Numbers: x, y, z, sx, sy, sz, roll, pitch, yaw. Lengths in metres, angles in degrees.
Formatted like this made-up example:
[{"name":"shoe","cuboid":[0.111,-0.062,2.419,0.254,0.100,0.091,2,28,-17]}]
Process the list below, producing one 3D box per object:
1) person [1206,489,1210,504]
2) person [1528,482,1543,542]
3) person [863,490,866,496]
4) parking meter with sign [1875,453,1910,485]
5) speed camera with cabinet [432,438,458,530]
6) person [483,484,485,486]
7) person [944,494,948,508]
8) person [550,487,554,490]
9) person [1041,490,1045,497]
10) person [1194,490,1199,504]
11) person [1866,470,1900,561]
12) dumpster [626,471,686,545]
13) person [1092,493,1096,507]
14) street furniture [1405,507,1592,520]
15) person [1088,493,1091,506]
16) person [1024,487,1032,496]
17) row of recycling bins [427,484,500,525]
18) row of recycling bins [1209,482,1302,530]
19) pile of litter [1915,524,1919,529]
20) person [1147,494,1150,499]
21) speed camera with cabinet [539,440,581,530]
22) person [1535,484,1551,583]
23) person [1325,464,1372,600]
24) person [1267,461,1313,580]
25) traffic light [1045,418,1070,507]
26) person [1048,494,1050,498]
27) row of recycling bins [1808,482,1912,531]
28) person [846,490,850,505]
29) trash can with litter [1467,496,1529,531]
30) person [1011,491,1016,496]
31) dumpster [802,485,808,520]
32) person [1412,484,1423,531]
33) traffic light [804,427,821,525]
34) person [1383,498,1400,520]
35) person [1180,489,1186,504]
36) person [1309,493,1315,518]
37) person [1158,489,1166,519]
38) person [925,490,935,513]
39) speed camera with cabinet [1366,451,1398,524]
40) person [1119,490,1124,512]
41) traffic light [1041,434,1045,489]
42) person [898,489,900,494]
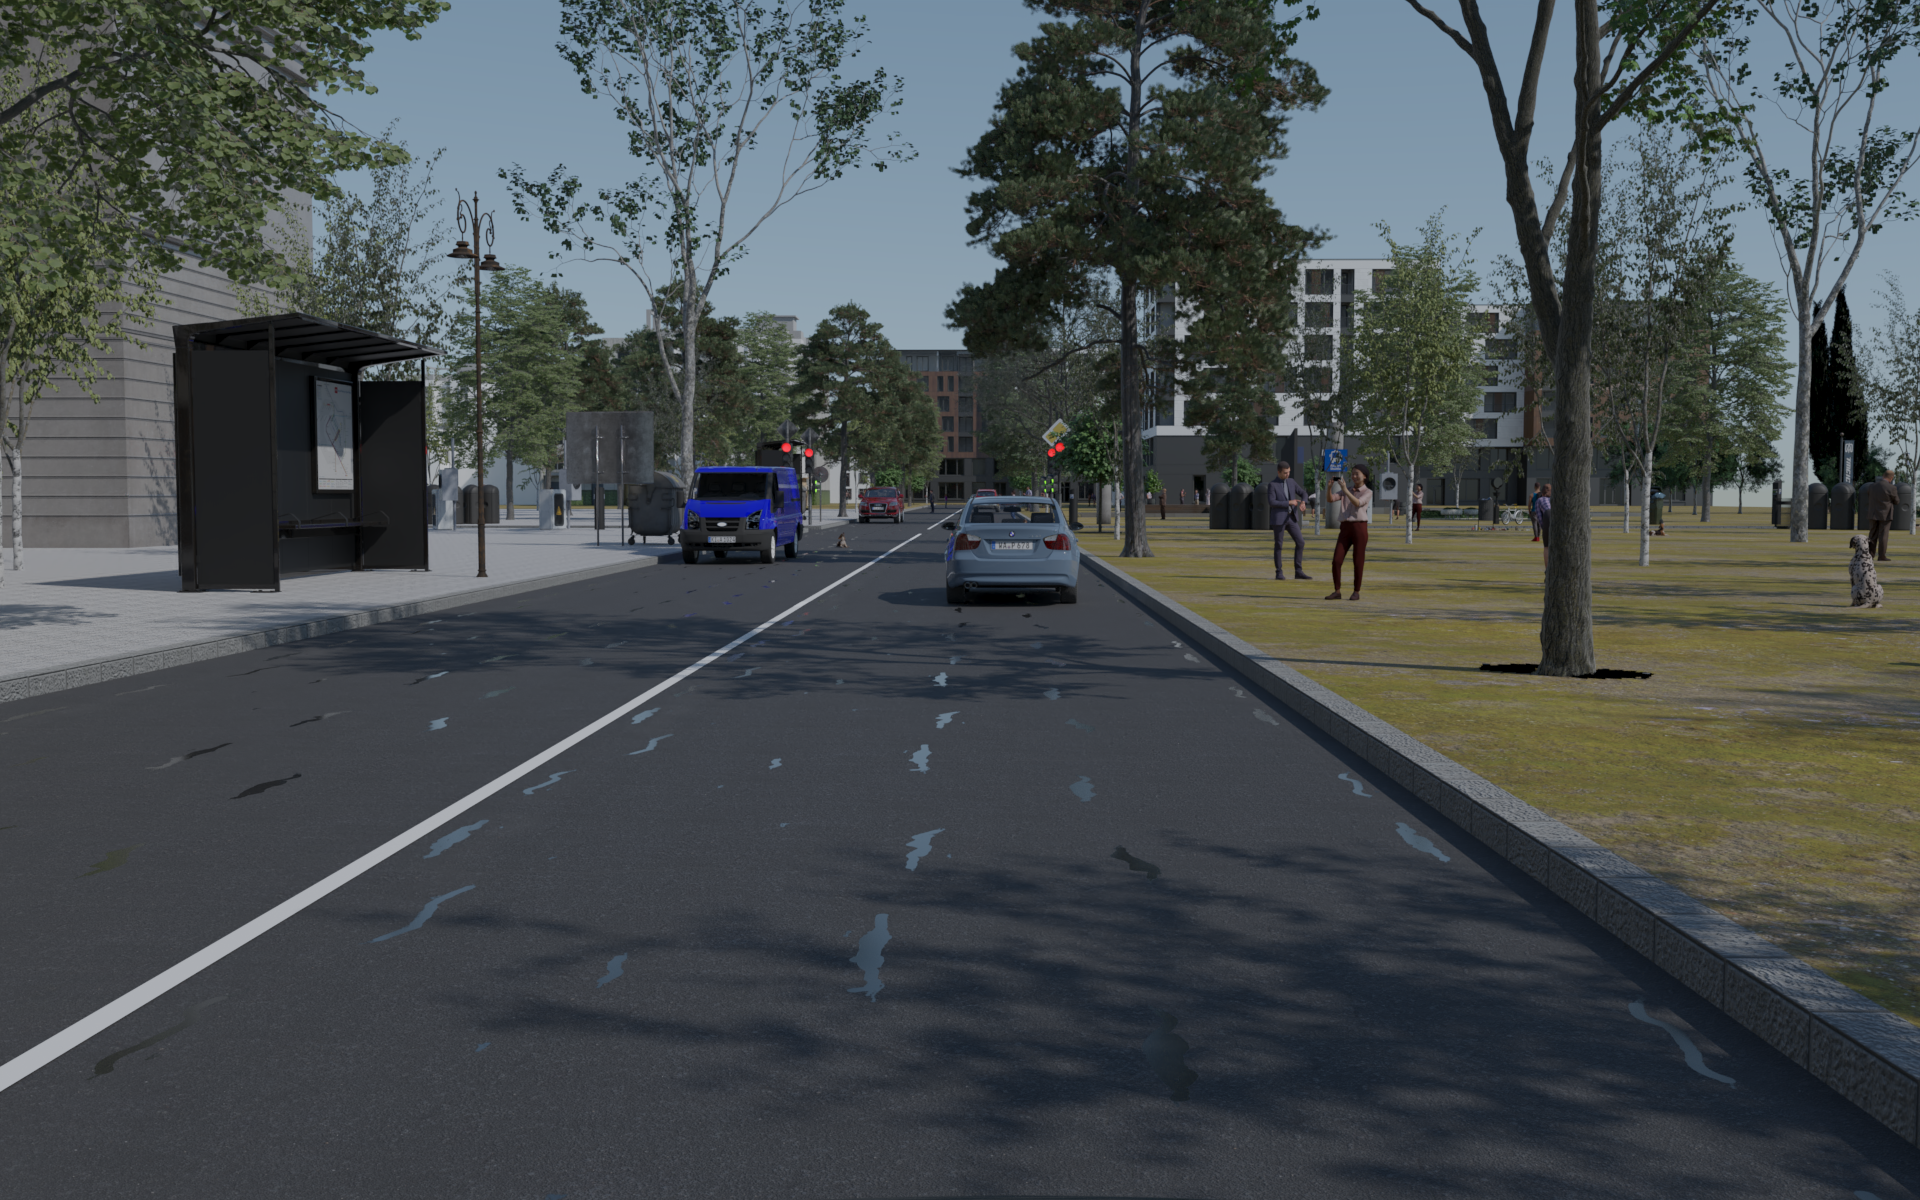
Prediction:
[{"name":"person","cuboid":[20.608,-8.386,143.819,0.621,1.740,0.551,-2,4,-35]},{"name":"person","cuboid":[15.641,-2.376,46.763,0.647,1.594,0.662,0,4,-8]},{"name":"person","cuboid":[-12.243,-13.263,222.980,0.705,1.812,1.348,1,4,16]},{"name":"parking meter with sign","cuboid":[39.406,-4.743,73.805,1.738,3.016,0.543,3,4,37]},{"name":"speed camera with cabinet","cuboid":[-18.396,-4.127,61.808,0.660,3.252,2.038,-2,4,-26]},{"name":"person","cuboid":[-20.869,-4.227,76.093,0.436,1.711,0.756,-3,4,-37]},{"name":"person","cuboid":[-1.365,-10.072,176.406,0.599,1.433,0.991,1,4,23]},{"name":"person","cuboid":[-22.253,-5.352,95.004,0.566,1.644,0.517,-2,4,-28]},{"name":"person","cuboid":[7.517,-9.187,157.722,0.415,1.643,0.593,-3,5,-43]},{"name":"person","cuboid":[18.643,-7.856,136.550,0.319,1.574,0.516,-2,4,-25]},{"name":"person","cuboid":[17.729,-1.624,33.282,0.565,1.739,0.600,2,4,31]},{"name":"dumpster","cuboid":[-7.735,-2.342,44.045,1.264,1.857,1.865,0,4,1]},{"name":"person","cuboid":[13.678,-10.258,176.986,0.421,1.427,0.697,2,4,30]},{"name":"street furniture","cuboid":[28.210,-4.507,89.323,10.072,0.657,5.734,0,4,-7]},{"name":"person","cuboid":[13.521,-10.516,181.245,0.557,1.426,1.065,-1,4,-19]},{"name":"person","cuboid":[5.074,-7.648,130.960,0.599,1.838,0.709,-2,4,-35]},{"name":"row of recycling bins","cuboid":[-21.173,-4.075,73.739,1.069,1.692,3.534,3,5,41]},{"name":"row of recycling bins","cuboid":[10.563,-3.357,62.000,3.534,1.692,1.069,2,4,33]},{"name":"pile of litter","cuboid":[35.665,-3.010,63.173,1.176,0.858,1.719,-2,4,-31]},{"name":"person","cuboid":[13.669,-7.199,124.681,0.436,1.711,0.756,2,4,26]},{"name":"speed camera with cabinet","cuboid":[-14.542,-4.200,63.010,0.660,3.252,2.038,1,4,19]},{"name":"person","cuboid":[8.526,-0.961,24.981,0.421,1.427,0.697,0,4,3]},{"name":"person","cuboid":[4.687,-0.819,20.893,0.566,1.644,0.517,0,4,-6]},{"name":"person","cuboid":[4.949,-1.184,25.852,0.683,1.767,0.568,-2,4,-26]},{"name":"traffic light","cuboid":[3.636,-4.545,63.558,0.839,4.213,0.868,0,4,1]},{"name":"person","cuboid":[8.469,-9.462,164.000,1.065,1.426,0.557,2,4,33]},{"name":"row of recycling bins","cuboid":[32.024,-3.344,61.785,3.534,1.692,1.069,3,4,36]},{"name":"person","cuboid":[-13.493,-12.112,204.788,1.217,1.736,0.721,1,4,21]},{"name":"trash can with litter","cuboid":[18.930,-3.051,60.949,2.233,1.210,1.678,1,4,10]},{"name":"person","cuboid":[2.378,-4.136,78.081,0.435,1.587,0.963,1,4,12]},{"name":"dumpster","cuboid":[-8.102,-4.780,83.904,1.264,1.857,1.865,0,4,1]},{"name":"person","cuboid":[15.803,-3.221,60.171,0.566,1.644,0.517,0,4,7]},{"name":"traffic light","cuboid":[-6.197,-5.042,71.684,0.839,4.213,0.868,0,4,1]},{"name":"person","cuboid":[21.567,-4.728,86.530,0.799,1.438,0.628,0,4,1]},{"name":"person","cuboid":[15.706,-6.998,121.935,0.593,1.643,0.415,3,5,42]},{"name":"person","cuboid":[19.047,-5.126,93.036,0.628,1.438,0.799,0,4,2]},{"name":"person","cuboid":[10.262,-4.862,87.802,0.388,1.546,0.482,1,4,15]},{"name":"person","cuboid":[-2.287,-7.496,131.591,0.750,1.759,0.617,-1,4,-14]},{"name":"speed camera with cabinet","cuboid":[17.665,-4.886,74.215,2.038,3.252,0.660,0,4,4]},{"name":"person","cuboid":[11.317,-7.003,122.758,0.614,1.554,0.590,1,4,16]},{"name":"traffic light","cuboid":[3.763,-5.033,71.542,0.839,4.213,0.868,0,4,1]},{"name":"person","cuboid":[-6.177,-10.312,174.512,0.709,1.838,0.599,2,4,34]}]
